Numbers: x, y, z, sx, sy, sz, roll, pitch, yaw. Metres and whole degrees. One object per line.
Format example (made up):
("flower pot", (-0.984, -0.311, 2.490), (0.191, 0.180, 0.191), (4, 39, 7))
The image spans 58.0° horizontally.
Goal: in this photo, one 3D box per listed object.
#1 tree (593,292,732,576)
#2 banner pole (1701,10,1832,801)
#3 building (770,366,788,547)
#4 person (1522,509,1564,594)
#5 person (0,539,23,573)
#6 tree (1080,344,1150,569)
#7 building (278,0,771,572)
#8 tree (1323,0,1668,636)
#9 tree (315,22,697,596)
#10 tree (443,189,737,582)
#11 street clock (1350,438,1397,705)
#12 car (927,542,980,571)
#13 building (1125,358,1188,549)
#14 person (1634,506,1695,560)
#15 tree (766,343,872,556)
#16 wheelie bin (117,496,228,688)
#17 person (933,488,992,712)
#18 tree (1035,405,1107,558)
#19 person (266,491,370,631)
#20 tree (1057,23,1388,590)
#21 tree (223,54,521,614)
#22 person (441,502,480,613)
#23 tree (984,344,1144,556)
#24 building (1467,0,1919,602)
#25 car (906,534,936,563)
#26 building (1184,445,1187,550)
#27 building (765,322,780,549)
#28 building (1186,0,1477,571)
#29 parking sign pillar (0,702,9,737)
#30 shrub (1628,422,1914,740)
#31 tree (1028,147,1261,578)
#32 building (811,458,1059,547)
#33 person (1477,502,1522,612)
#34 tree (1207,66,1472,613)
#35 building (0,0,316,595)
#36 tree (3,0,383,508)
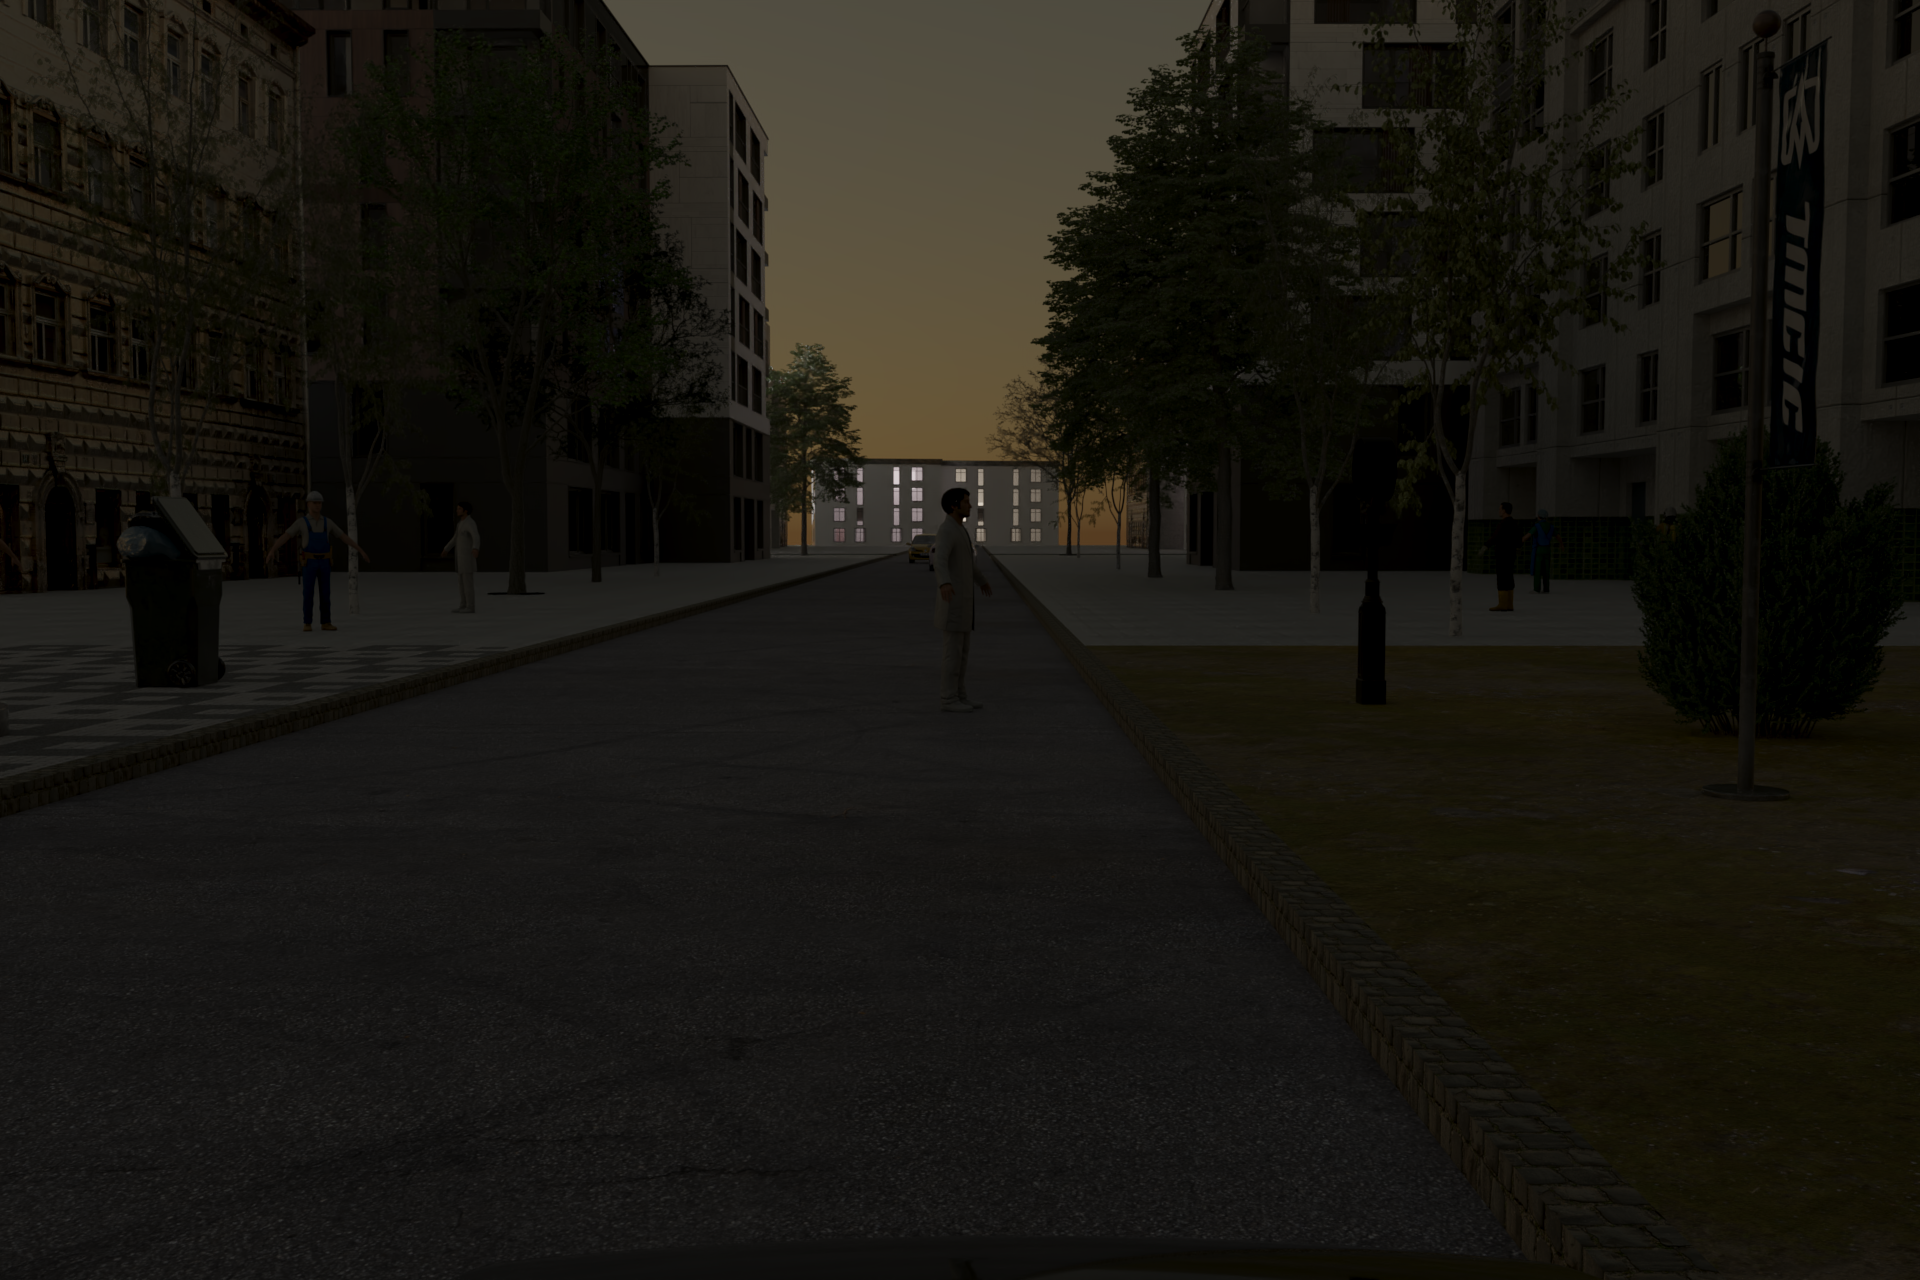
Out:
("tree", (-9.266, -6.243, 52.433), (4.360, 8.622, 3.978), (0, 3, 0))
("banner pole", (3.851, -1.110, 8.159), (0.401, 3.779, 0.863), (0, 4, 1))
("building", (-26.783, -20.462, 165.489), (19.493, 23.208, 18.063), (0, 4, 0))
("person", (12.504, -1.907, 37.300), (1.347, 1.817, 0.704), (-1, 4, -20))
("person", (-9.449, -0.577, 16.233), (1.217, 1.733, 0.721), (-3, 5, -40))
("tree", (5.666, -6.867, 62.632), (4.360, 8.622, 3.978), (0, 3, 0))
("building", (-24.077, -14.063, 73.908), (27.936, 21.610, 32.646), (0, 4, 1))
("tree", (6.415, -4.362, 21.674), (4.737, 8.622, 4.395), (0, 3, 0))
("tree", (-9.365, -6.750, 36.117), (9.928, 11.665, 9.643), (0, 3, 0))
("tree", (-9.742, -6.795, 45.510), (8.767, 10.594, 7.601), (0, 4, 5))
("street clock", (3.109, -0.519, 13.050), (0.358, 2.002, 0.471), (0, 4, -1))
("car", (-0.262, -3.437, 68.558), (2.083, 1.381, 4.827), (0, 4, 1))
("building", (25.121, -19.818, 154.945), (19.493, 23.208, 18.063), (0, 3, 0))
("person", (14.624, -1.833, 35.733), (1.354, 1.858, 0.705), (0, 4, 7))
("tree", (-9.098, -11.288, 102.691), (7.486, 12.596, 7.792), (0, 3, 0))
("wheelie bin", (-6.671, -0.413, 14.655), (0.693, 1.594, 0.980), (0, 3, 0))
("person", (-0.003, -0.332, 14.080), (0.705, 1.806, 1.347), (1, 4, 15))
("tree", (6.459, -8.734, 93.157), (4.360, 8.622, 3.978), (0, 3, 0))
("person", (-8.516, -1.044, 22.931), (1.347, 1.847, 0.705), (-3, 4, -39))
("tree", (5.679, -7.431, 39.628), (7.486, 12.596, 7.792), (0, 3, 0))
("tree", (-9.923, -4.721, 27.559), (4.360, 8.622, 3.978), (0, 3, 0))
("person", (-8.076, -1.345, 28.175), (0.705, 1.806, 1.347), (-3, 4, -38))
("tree", (6.580, -11.794, 103.194), (12.009, 13.543, 11.850), (0, 3, 0))
("building", (24.943, -10.646, 40.521), (16.747, 18.905, 31.486), (0, 4, 0))
("car", (-1.649, -4.629, 85.906), (2.015, 1.641, 3.980), (0, 4, 1))
("building", (22.638, -11.347, 127.673), (9.099, 9.664, 28.070), (0, 4, 0))
("building", (-24.496, -16.688, 139.301), (16.747, 18.905, 31.486), (0, 4, 0))
("building", (23.559, -14.154, 75.390), (27.936, 21.610, 32.646), (0, 3, 0))
("parking sign pillar", (-6.764, -1.360, 10.708), (1.447, 3.967, 1.447), (0, 4, 0))
("shrub", (5.134, -0.429, 11.061), (1.661, 2.075, 1.752), (0, 3, 0))
("tree", (5.467, -8.098, 50.531), (7.486, 12.596, 7.792), (0, 3, 0))
("building", (-2.672, -15.275, 194.350), (28.070, 9.664, 9.099), (-1, 4, -8))
("person", (9.033, -1.385, 28.783), (1.346, 1.812, 0.704), (-3, 5, -45))
("tree", (5.758, -4.757, 28.141), (4.360, 8.622, 3.978), (0, 3, 0))
("building", (-29.145, -12.985, 43.235), (19.493, 23.208, 18.063), (0, 4, 1))
("tree", (-9.953, -4.336, 21.257), (4.360, 8.622, 3.978), (0, 3, 0))
